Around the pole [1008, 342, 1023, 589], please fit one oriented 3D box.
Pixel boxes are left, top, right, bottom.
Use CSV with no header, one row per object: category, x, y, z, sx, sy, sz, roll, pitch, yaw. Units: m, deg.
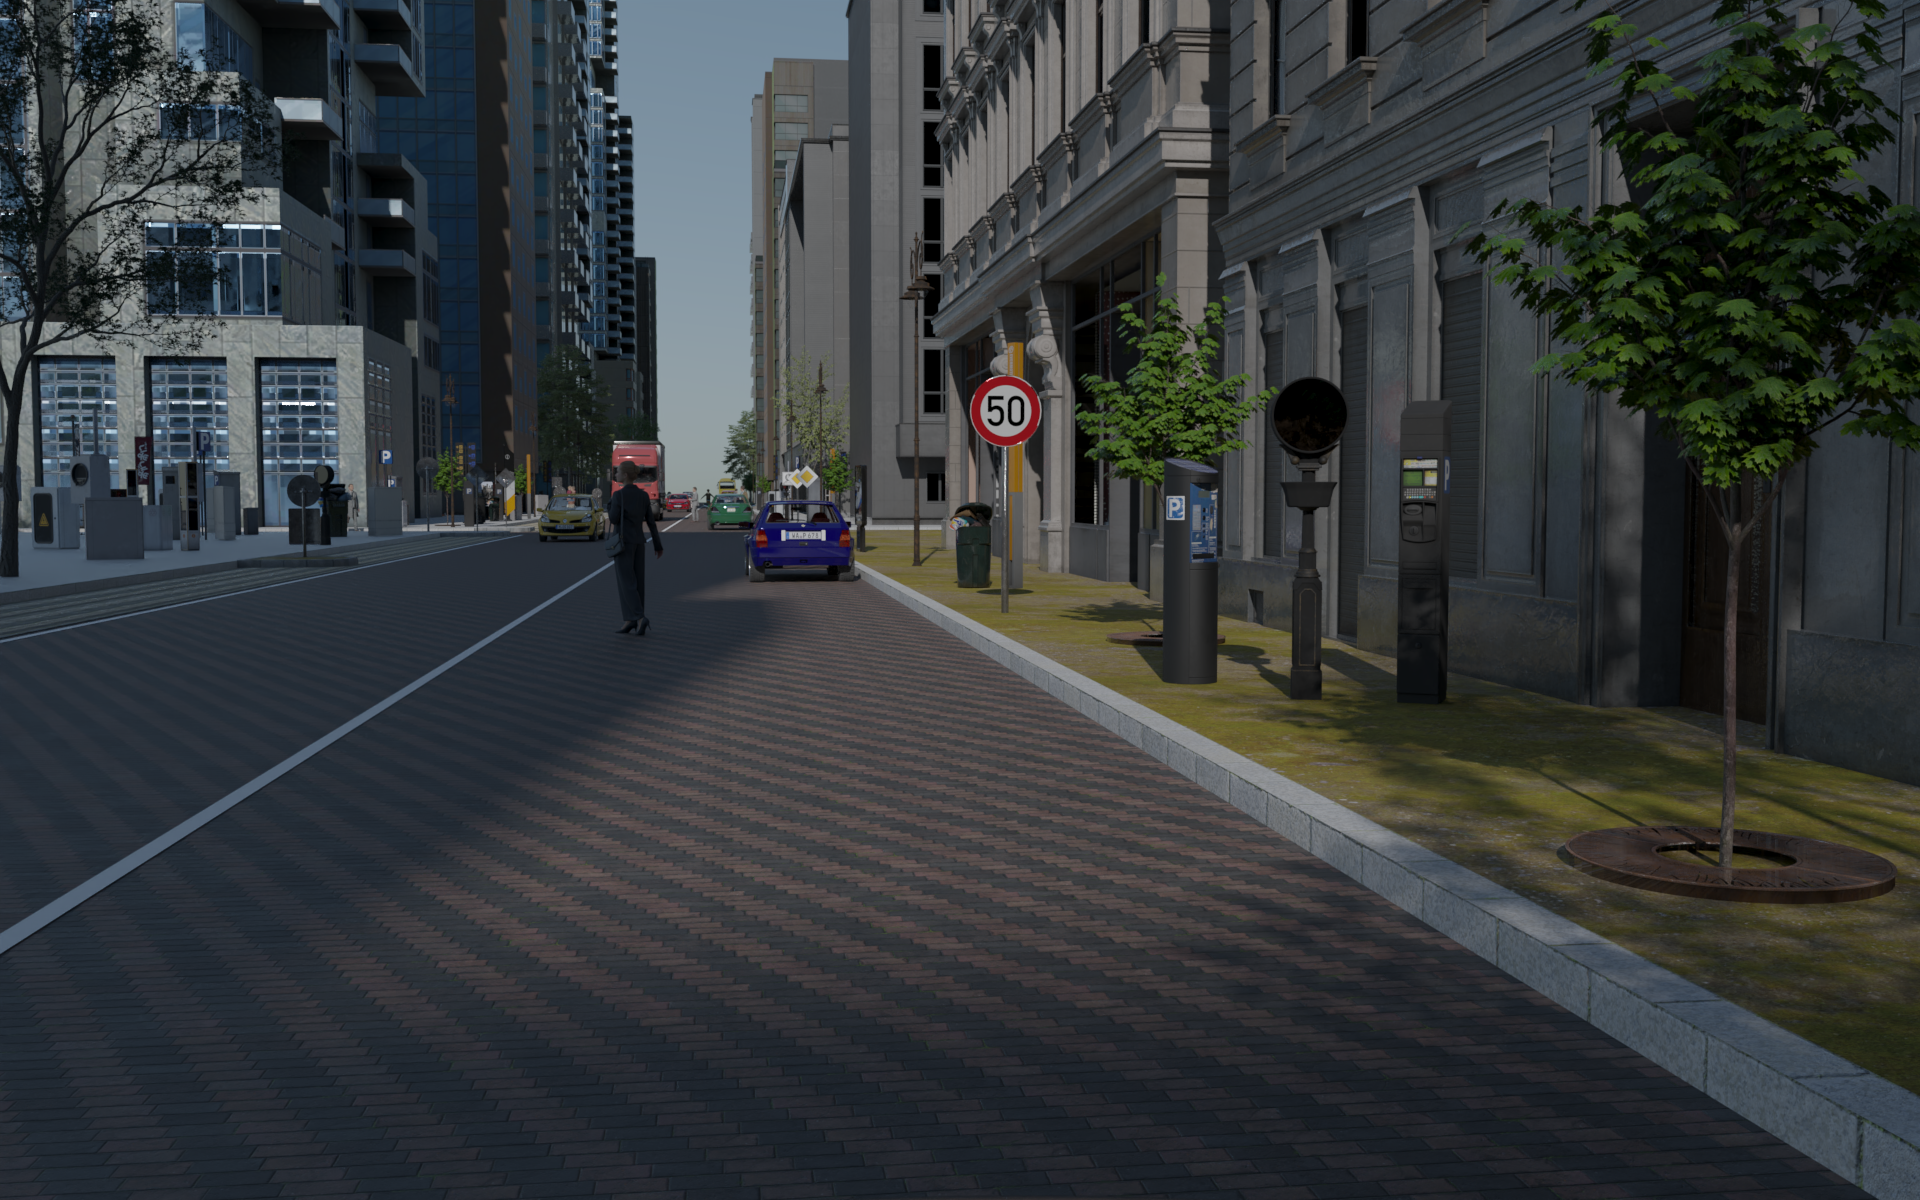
pole,0.746,-1.811,23.448,0.158,3.312,0.155,0,3,0

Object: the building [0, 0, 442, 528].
building,-36.039,-46.809,78.002,22.319,86.520,31.000,0,4,-8

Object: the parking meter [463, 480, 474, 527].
parking meter,-19.230,-3.795,67.754,0.399,1.863,0.255,-1,4,-23

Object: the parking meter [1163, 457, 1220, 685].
parking meter,1.572,-0.207,11.798,0.372,1.533,0.369,0,3,0

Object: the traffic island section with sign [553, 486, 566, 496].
traffic island section with sign,-20.647,-4.949,89.549,1.989,1.847,2.006,0,4,-8

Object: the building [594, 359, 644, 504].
building,-57.984,-23.981,237.120,27.650,21.520,28.899,0,4,-8

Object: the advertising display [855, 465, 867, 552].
advertising display,-2.205,-2.036,38.497,0.123,1.923,0.974,-1,4,-13

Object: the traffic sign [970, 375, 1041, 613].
traffic sign,0.486,-1.132,18.620,0.768,2.556,0.104,0,4,-5

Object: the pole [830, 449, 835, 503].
pole,-5.745,-5.150,78.049,0.158,3.312,0.155,0,3,0

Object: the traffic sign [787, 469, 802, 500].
traffic sign,-6.414,-3.954,68.290,0.795,2.450,0.064,0,4,-8

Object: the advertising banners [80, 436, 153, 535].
advertising banners,-25.404,-3.427,52.214,2.074,3.025,0.090,-1,4,-11

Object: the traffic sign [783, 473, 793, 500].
traffic sign,-7.953,-4.797,80.556,0.606,2.300,0.079,0,4,-6

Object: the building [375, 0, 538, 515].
building,-34.942,-28.142,110.237,14.600,45.320,14.200,0,4,-8

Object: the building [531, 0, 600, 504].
building,-44.982,-32.691,154.110,23.786,49.044,30.456,0,4,-8

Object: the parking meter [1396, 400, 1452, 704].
parking meter,2.862,-0.304,10.677,0.255,1.863,0.399,2,4,25

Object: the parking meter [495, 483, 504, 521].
parking meter,-22.373,-4.792,84.068,0.399,1.863,0.255,-1,4,-13

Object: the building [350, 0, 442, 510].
building,-49.350,-53.251,183.326,22.319,86.520,31.000,0,4,-8

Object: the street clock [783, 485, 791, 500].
street clock,-8.095,-4.673,80.969,0.358,2.002,0.471,-2,4,-28

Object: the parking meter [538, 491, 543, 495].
parking meter,-30.165,-7.106,124.596,0.372,1.533,0.369,0,3,0

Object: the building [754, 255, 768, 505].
building,-17.941,-26.879,211.180,14.160,30.474,14.107,0,4,-8

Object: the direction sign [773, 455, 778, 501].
direction sign,-10.672,-6.625,100.316,0.379,3.537,0.876,-1,4,-21

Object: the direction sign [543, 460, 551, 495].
direction sign,-27.855,-7.642,116.951,0.379,3.537,0.876,1,4,22

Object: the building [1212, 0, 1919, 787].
building,8.569,-9.811,9.559,9.793,20.994,18.267,0,4,-8

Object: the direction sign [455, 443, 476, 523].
direction sign,-21.745,-5.154,76.268,0.876,3.537,0.379,0,4,-1

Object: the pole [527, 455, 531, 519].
pole,-22.276,-5.848,89.463,0.158,3.312,0.155,0,3,0

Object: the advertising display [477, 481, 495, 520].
advertising display,-23.433,-4.919,85.643,0.974,1.923,0.123,2,4,24

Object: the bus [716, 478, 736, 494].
bus,-36.158,-16.913,268.066,2.896,3.916,12.252,-1,4,-9

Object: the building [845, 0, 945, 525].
building,7.425,-17.358,77.305,24.014,27.812,14.314,0,4,-8

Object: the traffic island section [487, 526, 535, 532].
traffic island section,-17.530,-2.726,66.855,2.009,0.180,2.903,0,4,-8

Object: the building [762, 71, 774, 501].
building,-13.533,-32.513,181.702,14.600,45.320,14.200,0,4,-8

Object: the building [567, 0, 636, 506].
building,-59.785,-58.277,265.506,22.319,86.520,31.000,0,4,-8

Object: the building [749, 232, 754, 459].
building,-23.401,-40.786,286.463,23.786,49.044,30.456,0,4,-8

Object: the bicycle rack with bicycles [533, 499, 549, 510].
bicycle rack with bicycles,-31.834,-7.166,130.554,2.852,0.926,2.925,-2,4,-25

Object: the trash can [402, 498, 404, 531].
trash can,-18.565,-2.753,56.666,0.748,1.137,0.748,0,3,0

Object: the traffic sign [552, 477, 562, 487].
traffic sign,-24.396,-6.284,104.870,0.606,2.300,0.079,0,4,0

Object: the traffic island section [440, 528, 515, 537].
traffic island section,-16.446,-2.242,58.944,2.009,0.180,2.903,0,4,-8

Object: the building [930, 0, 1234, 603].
building,4.128,-11.546,39.679,10.553,20.767,40.483,0,4,-8

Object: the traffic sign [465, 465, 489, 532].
traffic sign,-16.424,-3.379,58.885,0.795,2.450,0.064,0,4,-8

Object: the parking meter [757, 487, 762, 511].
parking meter,-15.622,-7.906,134.977,0.399,1.863,0.255,0,4,-2

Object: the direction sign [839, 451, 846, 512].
direction sign,-6.413,-6.114,91.959,0.876,3.537,0.379,-2,4,-32

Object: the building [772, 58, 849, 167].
building,-10.983,-29.567,167.008,14.154,41.232,14.086,0,4,-8

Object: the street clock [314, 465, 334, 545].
street clock,-15.936,-2.378,43.446,0.471,2.002,0.358,2,4,23

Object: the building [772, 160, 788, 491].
building,-9.546,-23.340,153.316,14.160,30.474,14.107,0,4,-8

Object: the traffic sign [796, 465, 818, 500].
traffic sign,-5.330,-3.470,60.379,0.795,2.450,0.064,0,4,-8

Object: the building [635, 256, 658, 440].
building,-57.996,-37.079,289.843,14.154,41.232,14.086,0,4,-8

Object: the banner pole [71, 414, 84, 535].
banner pole,-27.705,-3.934,54.331,0.401,3.779,0.863,-3,5,-43

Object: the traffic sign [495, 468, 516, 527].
traffic sign,-17.508,-3.863,66.797,0.795,2.450,0.064,0,4,-8

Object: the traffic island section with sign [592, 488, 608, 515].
traffic island section with sign,-24.306,-6.583,116.255,1.989,1.847,2.006,0,4,-8

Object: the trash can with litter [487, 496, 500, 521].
trash can with litter,-22.141,-4.321,82.036,0.624,1.170,1.055,-2,4,-24

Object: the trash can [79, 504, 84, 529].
trash can,-32.570,-3.221,64.325,0.748,1.137,0.748,0,3,0

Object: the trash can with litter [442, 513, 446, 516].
trash can with litter,-30.553,-5.441,100.023,2.233,1.210,1.678,1,4,13

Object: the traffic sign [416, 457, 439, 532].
traffic sign,-18.206,-3.617,59.241,0.768,2.556,0.104,0,4,-5

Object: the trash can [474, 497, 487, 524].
trash can,-20.574,-3.809,73.938,0.748,1.137,0.748,0,3,0

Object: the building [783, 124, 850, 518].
building,-3.283,-17.636,107.411,14.314,24.678,30.058,0,4,-8

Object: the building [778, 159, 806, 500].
building,-7.548,-19.269,133.067,12.078,24.808,19.932,0,4,-8

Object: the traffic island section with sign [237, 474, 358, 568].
traffic island section with sign,-13.117,-1.580,34.468,1.989,1.847,2.006,0,4,-8

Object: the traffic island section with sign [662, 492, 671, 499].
traffic island section with sign,-45.985,-16.260,274.484,1.989,1.847,2.006,0,4,-8

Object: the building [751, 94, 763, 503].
building,-20.206,-43.735,257.058,21.231,58.520,28.212,0,4,-8

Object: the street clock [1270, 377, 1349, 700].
street clock,2.173,-0.382,10.820,0.471,2.002,0.358,0,4,8

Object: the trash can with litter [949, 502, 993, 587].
trash can with litter,0.115,-0.768,23.947,0.624,1.170,1.055,0,4,-6
